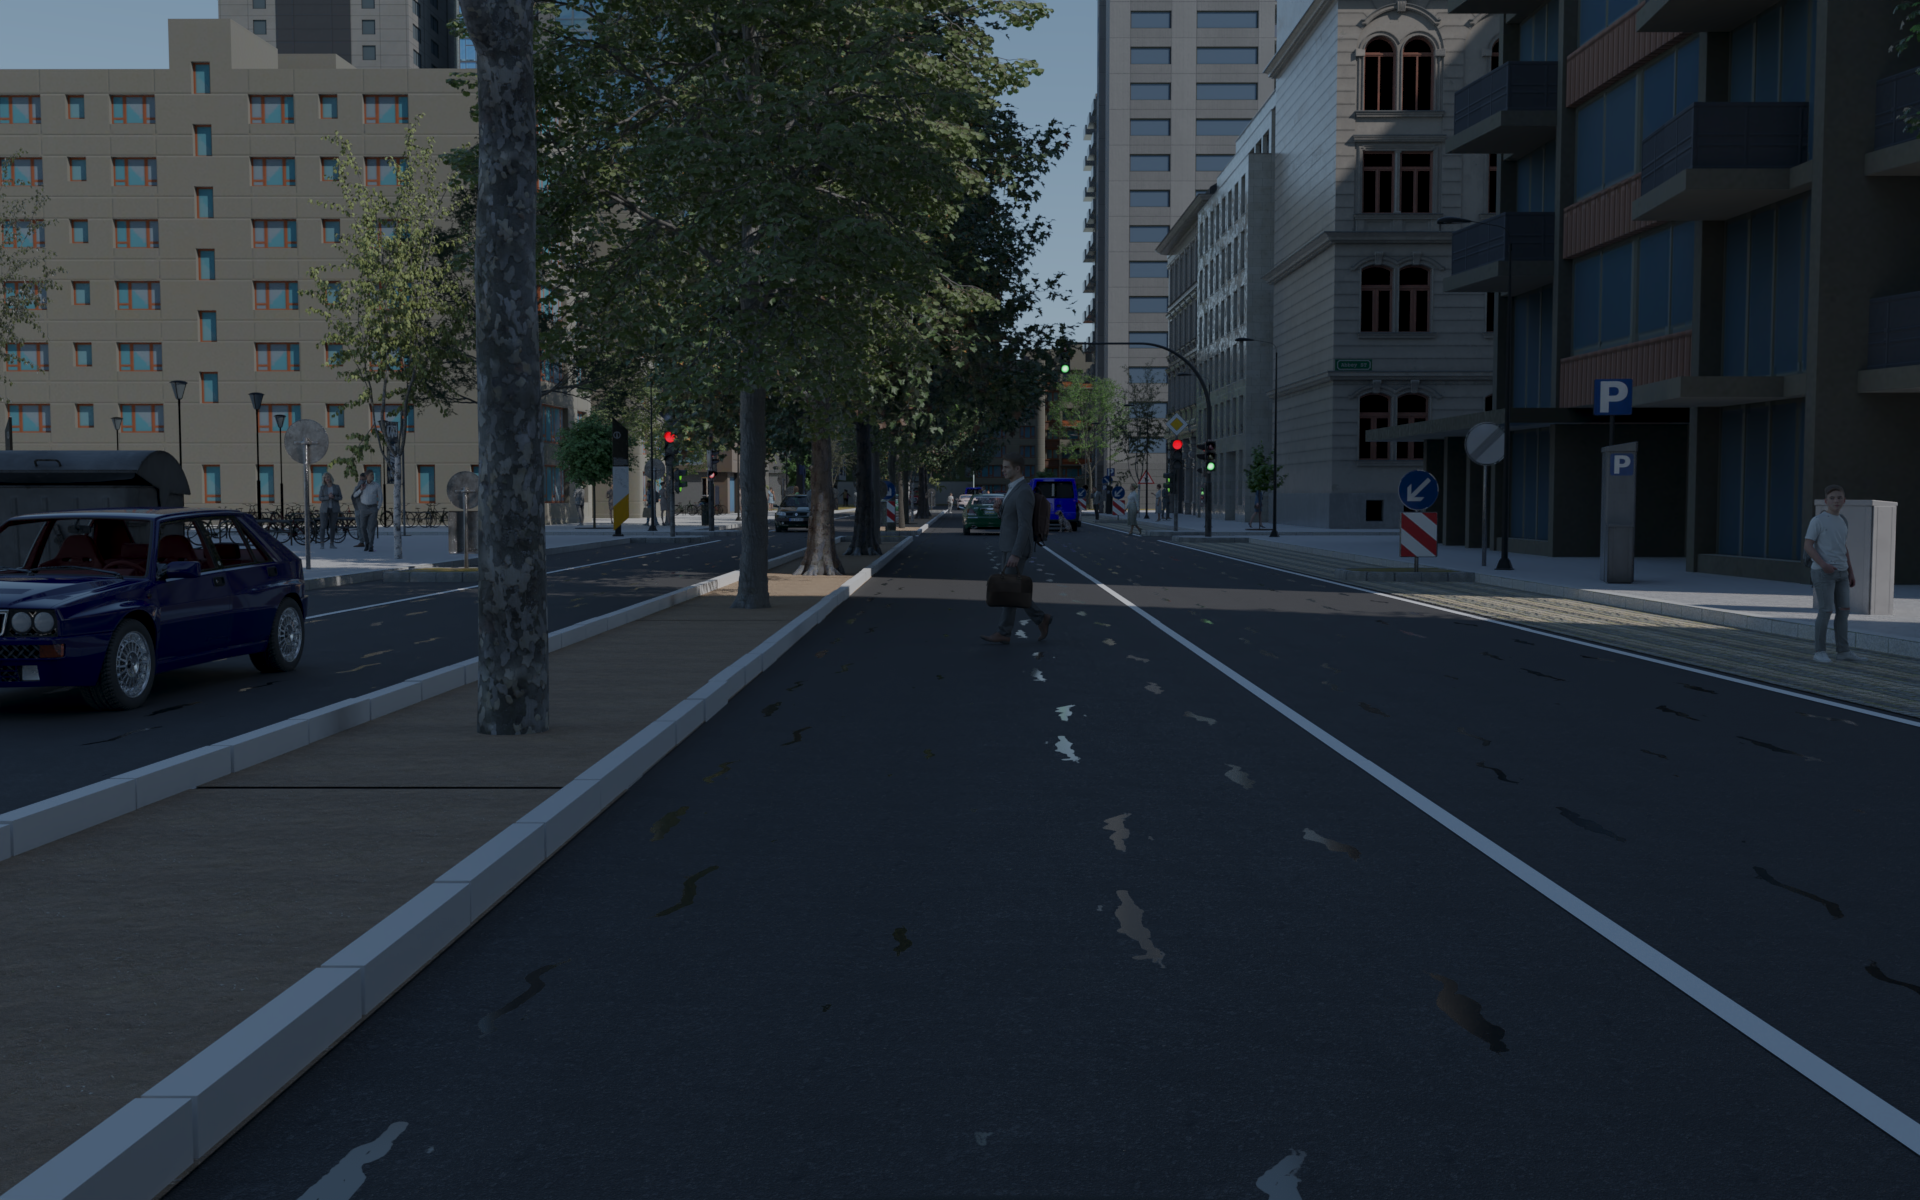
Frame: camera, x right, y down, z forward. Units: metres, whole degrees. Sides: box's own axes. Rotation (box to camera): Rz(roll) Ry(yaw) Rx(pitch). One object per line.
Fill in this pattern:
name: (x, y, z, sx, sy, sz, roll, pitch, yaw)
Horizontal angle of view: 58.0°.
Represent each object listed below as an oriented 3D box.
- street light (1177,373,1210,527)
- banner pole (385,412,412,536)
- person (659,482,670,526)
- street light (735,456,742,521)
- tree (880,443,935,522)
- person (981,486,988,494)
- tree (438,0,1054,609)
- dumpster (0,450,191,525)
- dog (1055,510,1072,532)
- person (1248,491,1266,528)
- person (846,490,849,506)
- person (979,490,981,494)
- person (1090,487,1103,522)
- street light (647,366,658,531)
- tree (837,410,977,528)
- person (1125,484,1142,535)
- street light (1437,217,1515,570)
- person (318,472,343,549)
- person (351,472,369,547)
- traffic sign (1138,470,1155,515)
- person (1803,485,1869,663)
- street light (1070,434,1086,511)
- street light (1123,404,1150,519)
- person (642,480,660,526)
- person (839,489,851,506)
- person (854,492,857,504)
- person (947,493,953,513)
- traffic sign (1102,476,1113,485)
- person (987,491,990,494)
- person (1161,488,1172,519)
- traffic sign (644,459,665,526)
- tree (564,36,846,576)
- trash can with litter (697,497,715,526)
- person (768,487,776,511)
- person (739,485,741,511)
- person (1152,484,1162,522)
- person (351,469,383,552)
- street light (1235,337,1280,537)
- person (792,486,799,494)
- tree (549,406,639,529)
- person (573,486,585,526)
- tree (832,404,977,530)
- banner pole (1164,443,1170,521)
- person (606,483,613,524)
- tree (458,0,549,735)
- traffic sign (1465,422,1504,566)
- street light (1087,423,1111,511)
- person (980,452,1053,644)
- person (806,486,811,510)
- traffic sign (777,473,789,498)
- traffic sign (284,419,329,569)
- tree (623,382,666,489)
street light: (9.013, -5.747, 66.500, 1.470, 5.913, 1.316, 0, 4, 0)
banner pole: (-17.116, -3.833, 52.686, 0.401, 3.779, 0.863, 2, 4, 32)
person: (-11.834, -3.862, 69.533, 0.599, 1.781, 0.374, 3, 5, 41)
street light: (-9.992, -6.708, 82.223, 1.470, 5.913, 1.316, 0, 4, 0)
tree: (-2.821, -8.590, 93.265, 4.360, 8.622, 3.978, 0, 3, 0)
person: (1.094, -4.287, 78.712, 0.853, 1.813, 0.709, 0, 4, 4)
tree: (-2.694, -6.187, 21.745, 7.486, 12.596, 7.792, 0, 3, 0)
dumpster: (-8.698, -0.538, 17.013, 1.865, 1.857, 1.264, 0, 3, 0)
dog: (4.001, -2.937, 64.864, 0.800, 0.831, 0.513, 3, 5, 42)
person: (11.346, -3.671, 66.091, 0.654, 1.822, 0.581, 3, 4, 39)
person: (-12.182, -11.062, 187.592, 1.217, 1.739, 0.721, 3, 5, 44)
person: (1.373, -7.064, 124.560, 0.524, 1.755, 0.480, 3, 4, 37)
person: (6.954, -4.876, 88.409, 0.473, 1.802, 0.592, -2, 4, -31)
street light: (-10.121, -5.342, 59.886, 1.470, 5.913, 1.316, 0, 4, 0)
tree: (-2.401, -8.282, 72.285, 8.767, 10.594, 7.601, 0, 4, 0)
person: (6.061, -3.150, 60.229, 0.641, 1.798, 0.478, -1, 4, -10)
street light: (8.679, -3.463, 29.159, 1.470, 5.913, 1.316, 0, 4, 0)
person: (-14.767, -2.105, 40.648, 0.537, 1.800, 0.526, -1, 4, -19)
person: (-14.438, -2.176, 41.799, 0.511, 1.800, 0.466, 0, 4, 4)
traffic sign: (9.786, -5.569, 91.051, 0.884, 2.594, 0.081, 0, 4, 5)
person: (7.426, -0.221, 14.716, 0.523, 1.515, 0.503, 3, 4, 37)
street light: (9.225, -9.932, 134.922, 1.470, 5.913, 1.316, 0, 4, 0)
street light: (9.131, -7.156, 89.540, 1.470, 5.913, 1.316, 0, 4, 0)
person: (-12.063, -3.759, 67.479, 0.713, 1.824, 0.794, 0, 4, -3)
person: (-12.277, -10.929, 184.824, 1.348, 1.812, 0.705, -2, 4, -25)
person: (-7.310, -7.070, 124.187, 0.635, 1.810, 0.391, 0, 4, 8)
person: (-0.766, -7.358, 131.396, 0.503, 1.515, 0.523, -1, 4, -14)
traffic sign: (10.103, -7.248, 118.609, 0.768, 2.556, 0.104, 0, 4, 8)
person: (2.277, -7.864, 138.003, 0.530, 1.710, 0.541, -1, 4, -16)
person: (10.674, -5.080, 89.271, 0.590, 1.801, 0.661, 2, 4, 34)
traffic sign: (-10.945, -3.793, 62.118, 0.768, 2.556, 0.104, 0, 4, 1)
tree: (-2.455, -6.783, 30.373, 9.611, 12.733, 9.660, 0, 3, 0)
trash can with litter: (-10.267, -3.593, 70.132, 0.624, 1.170, 1.055, 0, 4, -2)
person: (-14.112, -7.553, 129.622, 0.616, 1.811, 0.778, 0, 3, 0)
person: (-11.866, -5.359, 93.999, 0.374, 1.781, 0.599, 3, 5, 44)
person: (9.191, -4.545, 80.928, 0.524, 1.755, 0.480, 0, 4, -1)
person: (-13.244, -1.991, 38.702, 0.679, 1.850, 0.850, -1, 4, -15)
street light: (8.839, -4.828, 51.486, 1.470, 5.913, 1.316, 0, 4, 0)
person: (-7.464, -4.301, 79.070, 0.529, 1.795, 0.600, 0, 4, -3)
tree: (-13.653, -4.920, 64.155, 4.285, 4.588, 4.351, 0, 3, 0)
person: (-15.554, -3.938, 70.610, 0.537, 1.800, 0.526, -3, 5, -43)
tree: (-2.424, -8.269, 63.405, 9.928, 11.665, 9.643, 0, 3, 0)
banner pole: (10.066, -5.739, 83.856, 0.401, 3.779, 0.863, 0, 4, -8)
person: (-14.878, -4.157, 74.351, 0.599, 1.781, 0.374, 1, 4, 16)
tree: (-3.898, -9.316, 10.671, 12.611, 20.169, 13.585, 0, 3, 0)
traffic sign: (9.333, -1.875, 30.768, 0.768, 2.556, 0.104, 0, 4, 4)
street light: (9.215, -8.565, 112.580, 1.470, 5.913, 1.316, 0, 4, 0)
person: (0.571, -0.495, 16.563, 0.822, 1.834, 0.622, -1, 4, -20)
person: (-5.367, -3.342, 63.331, 0.473, 1.802, 0.592, 0, 4, -8)
traffic sign: (-10.932, -6.545, 107.110, 0.768, 2.556, 0.104, 1, 4, 10)
traffic sign: (-11.100, -1.793, 29.425, 0.768, 2.556, 0.104, 0, 4, 1)
tree: (-14.121, -8.110, 82.958, 4.737, 8.622, 4.395, 0, 3, 0)
